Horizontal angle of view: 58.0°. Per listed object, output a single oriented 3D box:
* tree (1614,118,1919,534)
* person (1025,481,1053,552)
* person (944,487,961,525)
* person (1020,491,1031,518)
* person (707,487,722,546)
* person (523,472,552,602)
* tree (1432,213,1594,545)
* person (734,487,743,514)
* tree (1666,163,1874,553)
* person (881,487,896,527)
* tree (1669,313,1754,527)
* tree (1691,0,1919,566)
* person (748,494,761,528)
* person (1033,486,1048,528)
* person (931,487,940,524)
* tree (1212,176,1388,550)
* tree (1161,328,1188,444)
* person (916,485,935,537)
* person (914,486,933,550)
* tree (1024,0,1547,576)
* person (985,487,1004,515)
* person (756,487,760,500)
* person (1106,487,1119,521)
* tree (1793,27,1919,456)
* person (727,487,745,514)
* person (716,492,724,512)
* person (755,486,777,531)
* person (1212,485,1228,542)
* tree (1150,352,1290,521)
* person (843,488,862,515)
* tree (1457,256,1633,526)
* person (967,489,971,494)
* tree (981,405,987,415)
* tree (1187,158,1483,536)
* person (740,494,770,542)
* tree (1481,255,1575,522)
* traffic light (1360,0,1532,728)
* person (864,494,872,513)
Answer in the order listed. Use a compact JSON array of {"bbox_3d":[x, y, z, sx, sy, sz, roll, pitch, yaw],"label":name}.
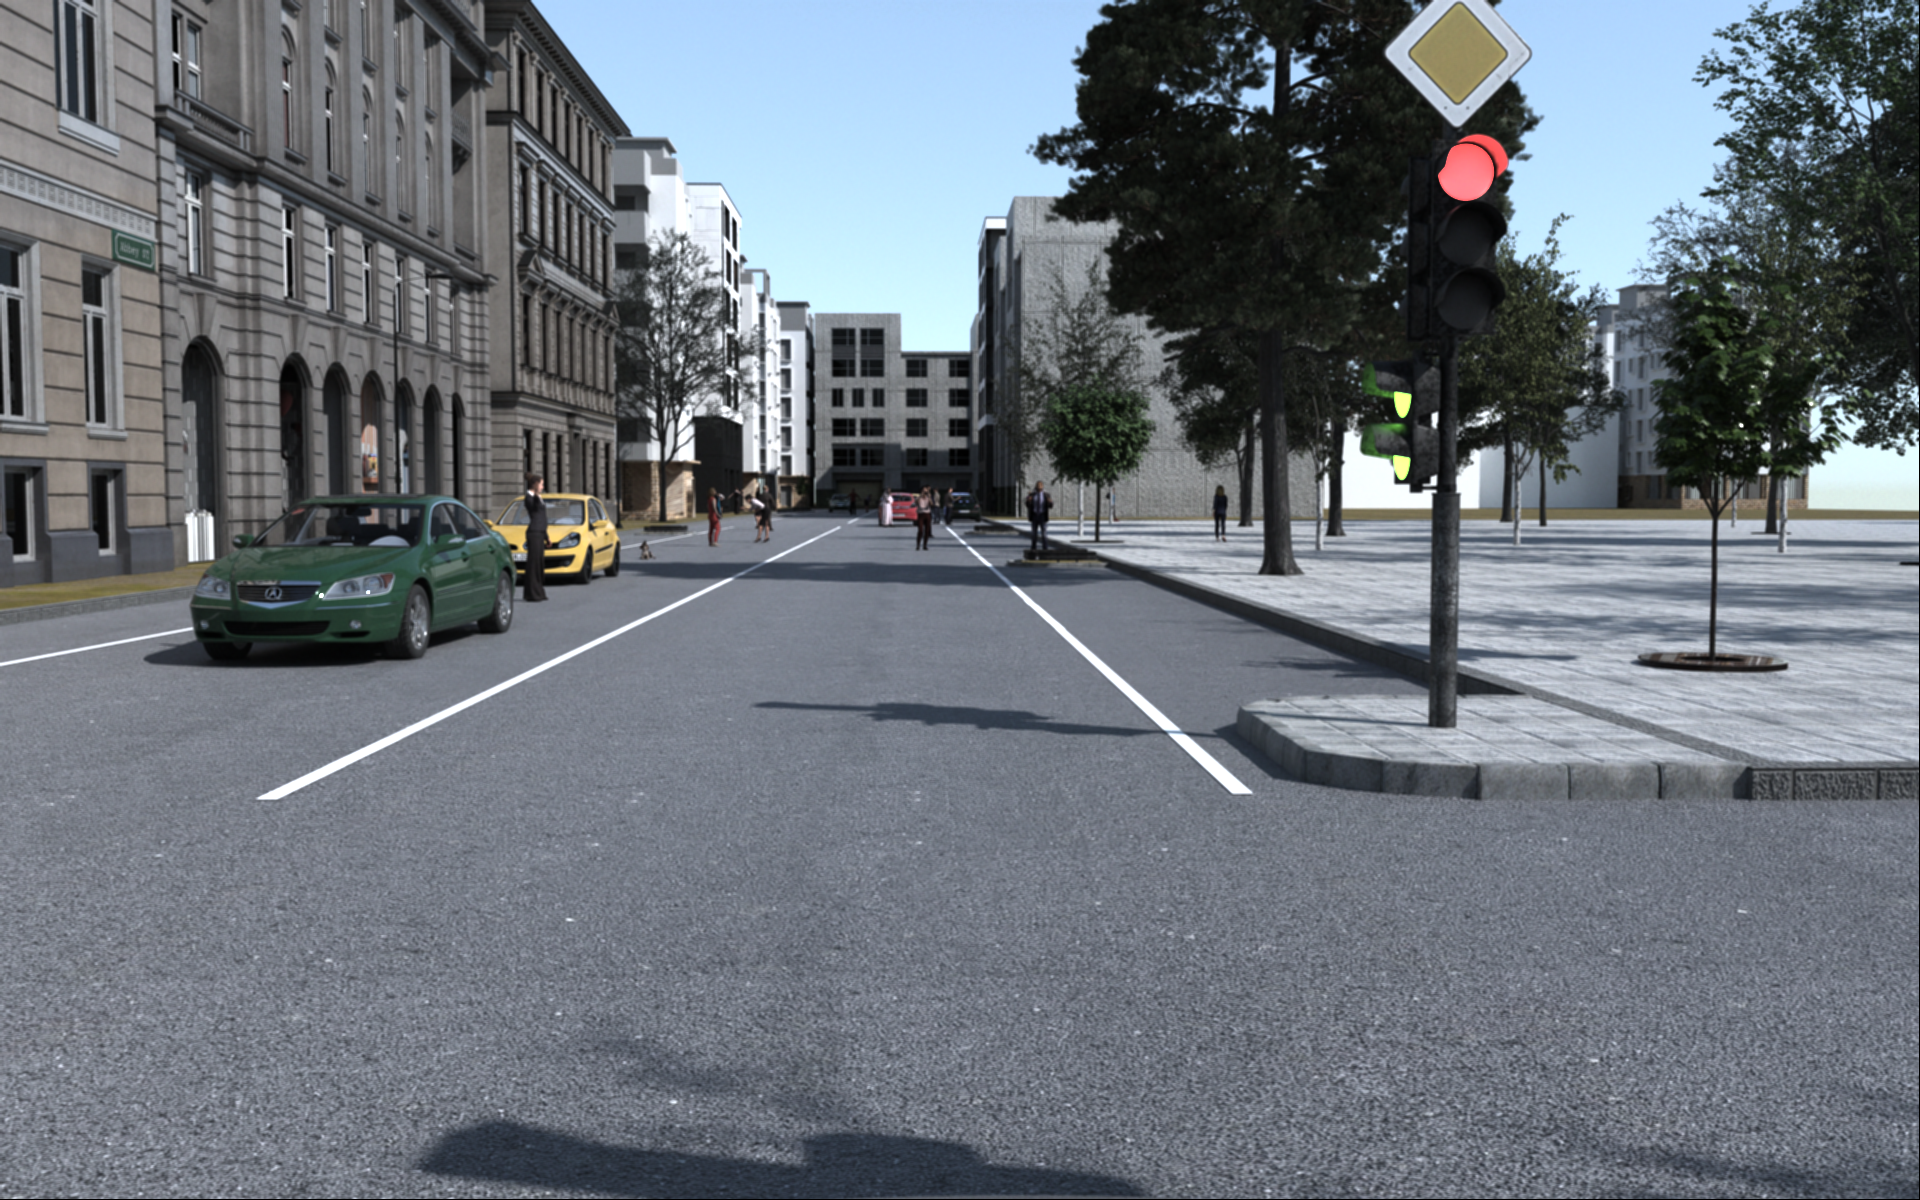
[{"bbox_3d":[26.063,-8.849,55.048,12.009,13.543,11.850,0,3,0],"label":"tree"},{"bbox_3d":[1.770,-1.808,38.883,0.655,1.722,0.431,1,4,15],"label":"person"},{"bbox_3d":[-0.351,-4.377,80.589,0.750,1.759,0.617,-1,4,-15],"label":"person"},{"bbox_3d":[3.675,-5.072,92.201,0.991,1.433,0.599,2,4,29],"label":"person"},{"bbox_3d":[-6.743,-2.289,47.625,0.444,1.614,0.593,0,4,-4],"label":"person"},{"bbox_3d":[-5.575,-0.840,23.030,0.445,1.727,0.742,-2,4,-30],"label":"person"},{"bbox_3d":[13.821,-5.660,42.896,4.737,8.622,4.395,0,3,0],"label":"tree"},{"bbox_3d":[-13.982,-6.284,109.586,0.742,1.727,0.445,1,4,18],"label":"person"},{"bbox_3d":[17.769,-5.339,37.660,4.737,8.622,4.395,0,3,0],"label":"tree"},{"bbox_3d":[-3.111,-4.010,74.726,0.621,1.740,0.551,1,4,13],"label":"person"},{"bbox_3d":[29.841,-7.132,66.972,4.360,8.622,3.978,0,3,0],"label":"tree"},{"bbox_3d":[17.373,-6.421,30.740,9.928,11.665,9.643,0,3,0],"label":"tree"},{"bbox_3d":[-8.532,-3.693,72.107,0.697,1.427,0.421,0,4,0],"label":"person"},{"bbox_3d":[3.030,-3.638,66.198,0.551,1.740,0.621,-3,4,-37],"label":"person"},{"bbox_3d":[-1.257,-4.508,82.742,0.750,1.759,0.617,3,5,42],"label":"person"},{"bbox_3d":[8.007,-5.442,39.340,4.360,8.622,3.978,0,3,0],"label":"tree"},{"bbox_3d":[11.378,-8.924,67.963,6.751,12.117,7.091,0,3,0],"label":"tree"},{"bbox_3d":[-1.097,-2.944,57.339,0.576,1.737,0.504,-2,4,-33],"label":"person"},{"bbox_3d":[-0.910,-2.100,44.287,0.517,1.644,0.566,2,4,26],"label":"person"},{"bbox_3d":[5.029,-7.343,27.488,7.806,13.903,7.818,0,3,0],"label":"tree"},{"bbox_3d":[2.097,-6.064,105.903,1.217,1.735,0.721,2,4,25],"label":"person"},{"bbox_3d":[-14.929,-7.478,128.453,0.705,1.807,1.348,-2,4,-26],"label":"person"},{"bbox_3d":[7.169,-4.488,81.285,0.662,1.594,0.647,0,4,7],"label":"person"},{"bbox_3d":[25.612,-8.306,42.458,9.857,13.997,8.962,0,3,0],"label":"tree"},{"bbox_3d":[-14.661,-6.543,113.738,1.217,1.736,0.721,0,4,3],"label":"person"},{"bbox_3d":[-14.273,-5.713,102.635,0.628,1.438,0.799,-1,4,-23],"label":"person"},{"bbox_3d":[-7.591,-3.595,67.839,0.990,1.755,0.434,2,4,28],"label":"person"},{"bbox_3d":[7.015,-2.320,46.511,0.480,1.512,0.613,-2,4,-24],"label":"person"},{"bbox_3d":[13.329,-8.991,81.423,8.767,10.594,7.601,0,4,-2],"label":"tree"},{"bbox_3d":[-7.327,-6.734,118.536,1.348,1.831,0.705,1,4,16],"label":"person"},{"bbox_3d":[22.865,-8.205,68.557,7.601,10.594,8.767,-1,4,-10],"label":"tree"},{"bbox_3d":[0.826,-8.685,148.576,0.617,1.759,0.750,-2,4,-25],"label":"person"},{"bbox_3d":[3.327,-8.778,93.889,4.360,8.622,3.978,0,3,0],"label":"tree"},{"bbox_3d":[11.498,-7.984,52.602,6.751,12.117,7.091,0,3,0],"label":"tree"},{"bbox_3d":[-6.031,-2.430,51.422,0.628,1.438,0.799,3,5,43],"label":"person"},{"bbox_3d":[24.968,-9.577,78.631,6.751,12.117,7.091,0,3,0],"label":"tree"},{"bbox_3d":[2.645,-1.236,9.449,0.839,4.213,0.868,0,4,-2],"label":"traffic light"},{"bbox_3d":[-7.059,-7.437,133.320,0.697,1.427,0.421,3,5,41],"label":"person"}]
